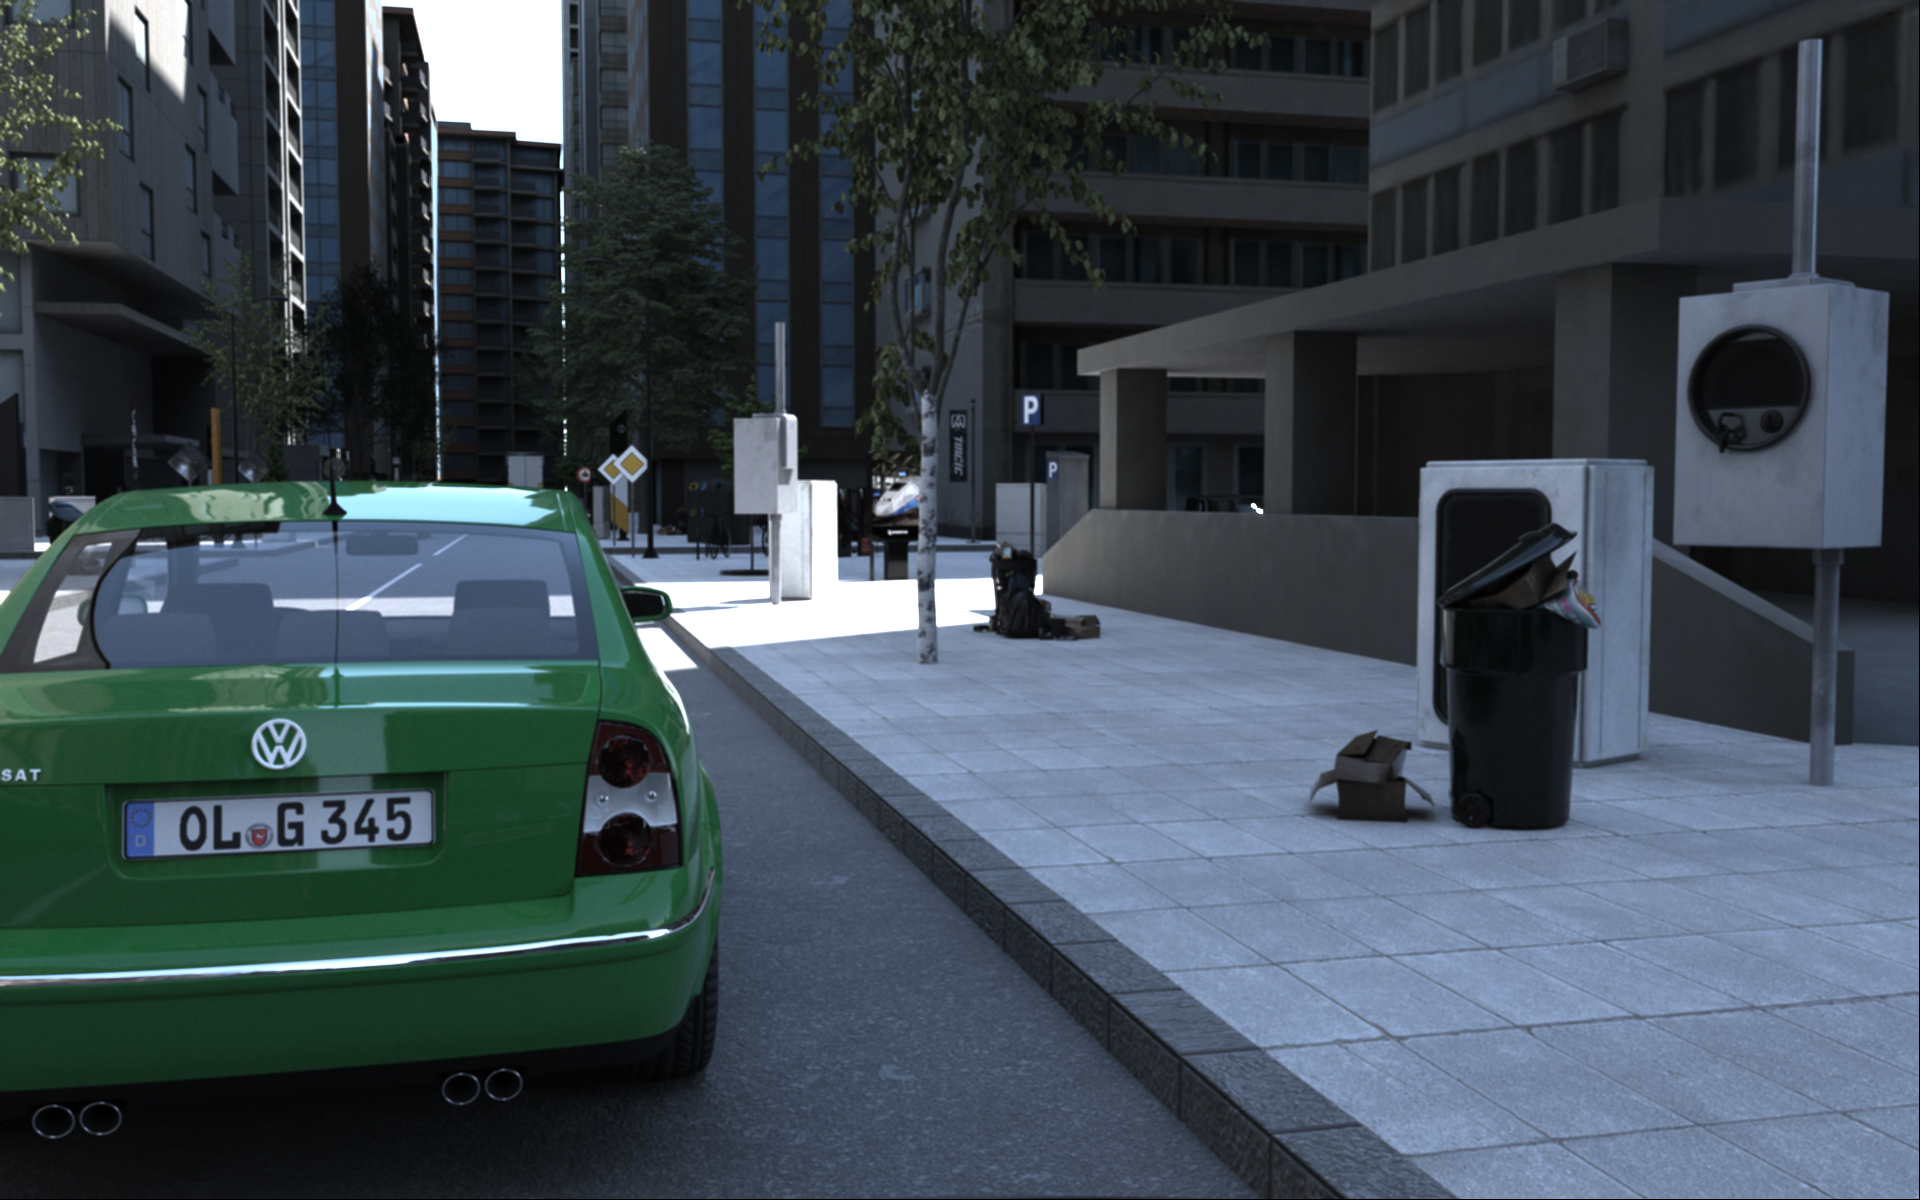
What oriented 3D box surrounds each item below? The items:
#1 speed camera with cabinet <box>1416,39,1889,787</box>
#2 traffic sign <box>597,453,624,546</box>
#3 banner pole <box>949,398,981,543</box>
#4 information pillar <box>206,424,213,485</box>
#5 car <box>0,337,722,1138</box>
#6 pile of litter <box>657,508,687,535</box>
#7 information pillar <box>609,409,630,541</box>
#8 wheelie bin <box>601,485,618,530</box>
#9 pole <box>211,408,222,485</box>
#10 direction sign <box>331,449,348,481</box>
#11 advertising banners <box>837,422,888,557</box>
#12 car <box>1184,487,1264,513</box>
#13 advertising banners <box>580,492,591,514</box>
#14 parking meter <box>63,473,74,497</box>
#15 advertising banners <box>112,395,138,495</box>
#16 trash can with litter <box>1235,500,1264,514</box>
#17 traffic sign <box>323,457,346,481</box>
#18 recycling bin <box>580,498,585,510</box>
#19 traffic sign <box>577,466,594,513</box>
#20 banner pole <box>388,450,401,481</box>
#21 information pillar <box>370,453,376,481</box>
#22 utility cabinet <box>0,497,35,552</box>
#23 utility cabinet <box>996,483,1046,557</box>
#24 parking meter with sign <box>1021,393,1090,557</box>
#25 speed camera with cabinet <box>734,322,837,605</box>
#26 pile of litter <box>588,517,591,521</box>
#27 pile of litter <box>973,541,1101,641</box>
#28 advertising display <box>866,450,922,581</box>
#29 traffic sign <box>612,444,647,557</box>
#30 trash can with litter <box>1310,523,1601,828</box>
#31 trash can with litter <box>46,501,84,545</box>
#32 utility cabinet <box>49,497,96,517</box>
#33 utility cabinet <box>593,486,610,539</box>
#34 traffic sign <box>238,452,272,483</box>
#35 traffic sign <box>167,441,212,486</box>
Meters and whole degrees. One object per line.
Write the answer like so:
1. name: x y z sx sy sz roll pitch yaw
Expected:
1. speed camera with cabinet: 3.143 -0.841 8.087 0.660 3.252 2.038 -3 4 -38
2. traffic sign: -8.552 -2.394 42.779 0.795 2.450 0.064 -1 4 -14
3. banner pole: 0.118 -3.385 45.365 0.863 3.779 0.401 0 4 -3
4. information pillar: -25.276 -4.110 58.555 0.183 3.616 0.504 0 4 5
5. car: -1.824 0.209 5.386 1.959 1.807 4.718 -1 4 -14
6. pile of litter: -9.060 -2.485 54.601 1.176 0.858 1.719 2 4 25
7. information pillar: -9.355 -3.438 47.568 0.504 3.616 0.183 -1 4 -15
8. wheelie bin: -12.589 -3.296 61.798 0.980 1.594 0.693 1 4 22
9. pole: -17.586 -2.885 41.013 0.158 3.312 0.155 0 3 0
10. direction sign: -30.891 -5.761 86.191 0.876 3.537 0.379 0 4 5
11. advertising banners: -1.998 -2.426 35.851 0.090 3.025 2.074 2 4 30
12. car: 7.379 -2.058 43.440 4.222 1.686 2.009 -1 4 -12
13. advertising banners: -24.285 -7.192 113.778 2.074 3.025 0.090 3 5 42
14. parking meter: -25.067 -2.631 48.733 0.255 1.863 0.399 -2 4 -31
15. advertising banners: -14.443 -2.069 30.014 0.090 3.025 2.074 -1 4 -15
16. trash can with litter: 5.579 -1.298 32.615 0.624 1.170 1.055 -1 4 -13
17. traffic sign: -21.613 -3.656 59.876 0.768 2.556 0.104 0 4 -6
18. recycling bin: -22.911 -5.581 103.804 0.722 1.027 0.722 0 4 6
19. traffic sign: -17.202 -4.860 79.562 0.768 2.556 0.104 0 4 -8
20. banner pole: -32.136 -6.623 98.307 0.863 3.779 0.401 -1 4 -19
21. information pillar: -33.666 -6.606 99.364 0.183 3.616 0.504 -3 5 -44
22. utility cabinet: -21.331 -1.691 38.813 1.020 1.237 0.306 -2 4 -24
23. utility cabinet: 1.285 -1.630 35.324 1.173 1.500 0.318 3 5 40
24. parking meter with sign: 1.933 -2.108 30.720 1.738 3.016 0.543 -3 4 -36
25. speed camera with cabinet: -2.074 -1.616 20.765 0.660 3.252 2.038 1 4 15
26. pile of litter: -15.670 -3.712 74.653 1.719 0.858 1.176 0 4 7
27. pile of litter: 0.719 -0.123 15.968 1.176 0.858 1.719 0 4 -2
28. advertising display: -0.957 -1.266 25.909 0.974 1.923 0.123 -2 4 -35
29. traffic sign: -6.625 -1.920 35.029 0.795 2.450 0.064 -1 4 -14
30. trash can with litter: 1.914 0.282 6.778 1.055 1.170 0.624 1 4 12
31. trash can with litter: -14.070 -0.994 27.637 1.055 1.170 0.624 2 4 31
32. utility cabinet: -21.812 -1.922 42.583 0.306 1.237 1.020 2 4 33
33. utility cabinet: -10.233 -2.496 49.494 0.318 1.500 1.173 0 4 -3
34. traffic sign: -16.607 -2.273 40.805 0.795 2.450 0.064 -1 4 -14
35. traffic sign: -14.680 -1.799 33.055 0.795 2.450 0.064 -1 4 -14
